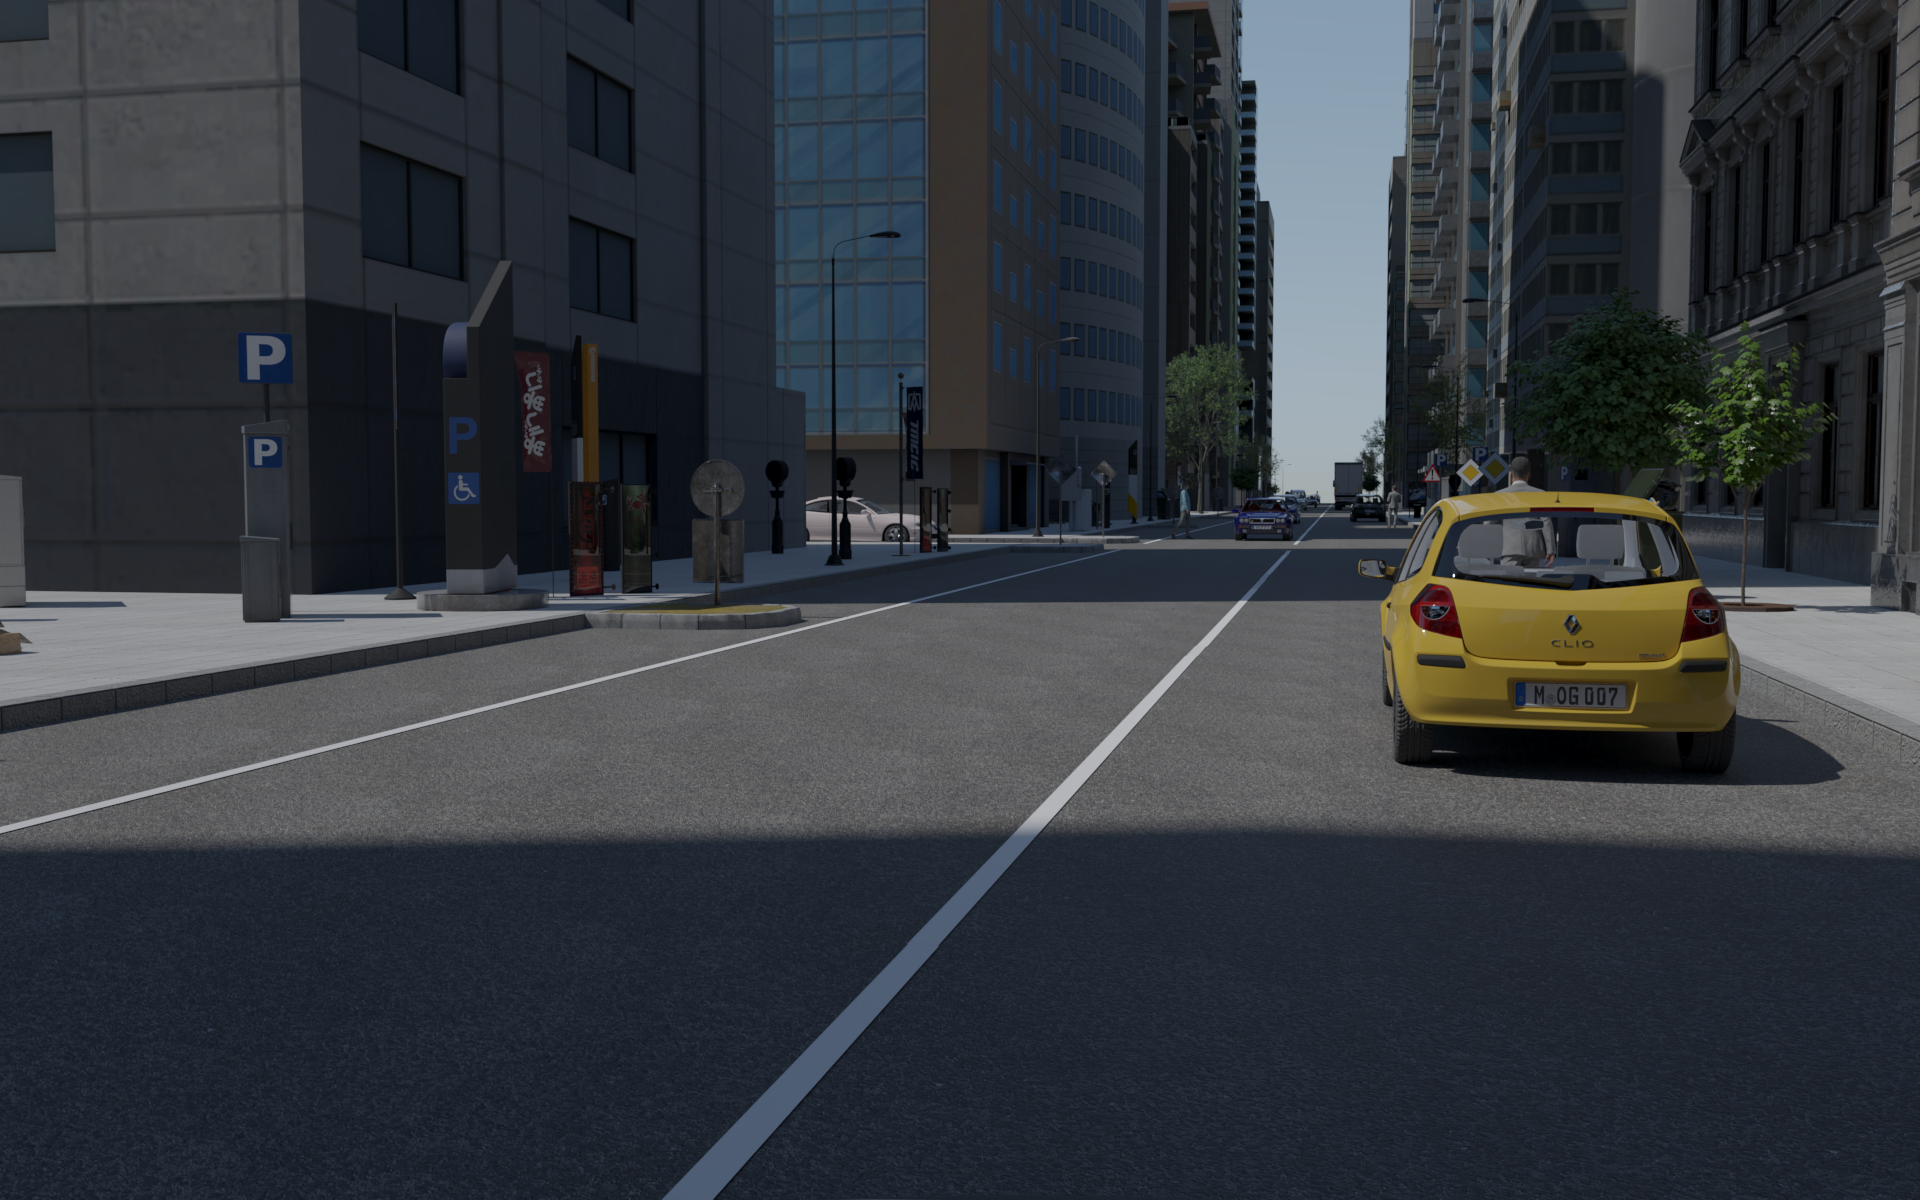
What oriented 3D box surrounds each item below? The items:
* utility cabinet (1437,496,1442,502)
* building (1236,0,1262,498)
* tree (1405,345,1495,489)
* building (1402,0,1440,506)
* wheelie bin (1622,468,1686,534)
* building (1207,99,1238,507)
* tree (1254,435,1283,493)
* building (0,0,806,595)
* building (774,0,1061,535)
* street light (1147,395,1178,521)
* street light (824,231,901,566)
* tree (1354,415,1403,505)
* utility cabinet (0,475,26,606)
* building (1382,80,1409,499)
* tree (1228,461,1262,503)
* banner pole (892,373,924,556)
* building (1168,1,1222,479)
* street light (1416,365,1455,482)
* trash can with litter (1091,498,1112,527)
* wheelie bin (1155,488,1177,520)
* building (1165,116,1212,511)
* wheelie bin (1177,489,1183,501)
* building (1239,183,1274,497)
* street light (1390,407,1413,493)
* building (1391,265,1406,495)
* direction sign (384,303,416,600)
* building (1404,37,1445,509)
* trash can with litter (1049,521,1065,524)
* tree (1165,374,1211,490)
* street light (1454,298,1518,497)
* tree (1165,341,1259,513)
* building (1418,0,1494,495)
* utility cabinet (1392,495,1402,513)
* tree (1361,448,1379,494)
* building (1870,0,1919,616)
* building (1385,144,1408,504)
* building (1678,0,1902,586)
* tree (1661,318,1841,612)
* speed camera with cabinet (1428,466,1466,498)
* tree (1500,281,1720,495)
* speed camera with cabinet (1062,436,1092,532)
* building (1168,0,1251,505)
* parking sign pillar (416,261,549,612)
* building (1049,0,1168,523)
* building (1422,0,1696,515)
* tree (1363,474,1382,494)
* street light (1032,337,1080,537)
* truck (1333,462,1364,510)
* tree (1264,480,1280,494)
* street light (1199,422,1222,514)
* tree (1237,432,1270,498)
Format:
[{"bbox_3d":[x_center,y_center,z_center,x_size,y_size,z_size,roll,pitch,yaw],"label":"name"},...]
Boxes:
[{"bbox_3d":[22.179,-4.200,79.833,0.306,1.237,1.020,0,4,7],"label":"utility cabinet"},{"bbox_3d":[32.144,-57.049,245.427,22.319,86.520,31.000,1,4,12],"label":"building"},{"bbox_3d":[24.475,-8.328,86.524,4.737,8.622,4.395,0,3,0],"label":"tree"},{"bbox_3d":[56.477,-38.846,177.135,21.231,58.520,28.212,1,4,12],"label":"building"},{"bbox_3d":[8.538,-0.828,21.451,0.693,1.594,0.980,0,4,-4],"label":"wheelie bin"},{"bbox_3d":[20.189,-30.092,175.605,14.154,41.232,14.086,1,4,12],"label":"building"},{"bbox_3d":[37.501,-15.993,211.842,4.360,8.622,3.978,0,3,0],"label":"tree"},{"bbox_3d":[-15.967,-36.312,31.952,20.611,71.187,20.563,1,4,12],"label":"building"},{"bbox_3d":[-4.381,-25.124,60.885,14.600,45.320,14.200,1,4,12],"label":"building"},{"bbox_3d":[9.529,-6.669,81.577,1.470,5.913,1.316,1,4,12],"label":"street light"},{"bbox_3d":[-1.728,-3.564,30.818,1.470,5.913,1.316,1,4,12],"label":"street light"},{"bbox_3d":[50.025,-16.539,204.825,7.601,10.594,8.767,-1,4,-16],"label":"tree"},{"bbox_3d":[-10.959,-0.692,19.985,0.318,1.500,1.173,-2,4,-29],"label":"utility cabinet"},{"bbox_3d":[75.454,-57.846,258.454,22.319,86.520,31.000,1,4,12],"label":"building"},{"bbox_3d":[27.935,-11.371,169.636,4.285,4.588,4.351,0,3,0],"label":"tree"},{"bbox_3d":[-1.047,-2.790,35.641,0.863,3.779,0.401,3,5,42],"label":"banner pole"},{"bbox_3d":[11.672,-30.618,155.225,22.147,44.769,28.867,1,4,12],"label":"building"},{"bbox_3d":[17.274,-5.483,62.186,1.470,5.913,1.316,1,4,12],"label":"street light"},{"bbox_3d":[5.424,-3.468,68.086,1.055,1.170,0.624,-1,4,-19],"label":"trash can with litter"},{"bbox_3d":[10.195,-4.822,86.744,0.693,1.594,0.980,2,4,32],"label":"wheelie bin"},{"bbox_3d":[11.769,-22.139,133.679,14.160,30.474,14.107,1,4,12],"label":"building"},{"bbox_3d":[12.729,-5.616,99.725,0.693,1.594,0.980,2,4,31],"label":"wheelie bin"},{"bbox_3d":[37.989,-39.668,272.278,21.300,48.544,21.600,1,4,12],"label":"building"},{"bbox_3d":[23.871,-7.336,92.482,1.470,5.913,1.316,1,4,12],"label":"street light"},{"bbox_3d":[61.603,-27.277,217.676,14.160,30.474,14.107,1,4,12],"label":"building"},{"bbox_3d":[-6.820,-1.774,21.001,0.379,3.537,0.876,-1,4,-20],"label":"direction sign"},{"bbox_3d":[47.924,-28.995,157.657,14.154,41.232,14.086,1,4,12],"label":"building"},{"bbox_3d":[3.853,-3.884,74.556,2.233,1.210,1.678,2,4,31],"label":"trash can with litter"},{"bbox_3d":[13.427,-9.482,105.385,4.360,8.622,3.978,0,3,0],"label":"tree"},{"bbox_3d":[12.568,-4.188,41.007,1.470,5.913,1.316,1,4,12],"label":"street light"},{"bbox_3d":[16.503,-11.767,118.149,9.928,11.665,9.643,0,3,0],"label":"tree"},{"bbox_3d":[48.495,-31.494,134.533,23.786,49.044,30.456,1,4,12],"label":"building"},{"bbox_3d":[30.320,-6.664,120.124,0.306,1.237,1.020,3,4,38],"label":"utility cabinet"},{"bbox_3d":[63.996,-19.657,271.748,4.737,8.622,4.395,0,3,0],"label":"tree"},{"bbox_3d":[13.143,-9.814,9.611,9.793,20.994,18.267,1,4,12],"label":"building"},{"bbox_3d":[68.792,-37.314,233.792,21.300,48.544,21.600,1,4,12],"label":"building"},{"bbox_3d":[18.449,-9.978,27.770,10.561,19.102,19.286,1,4,12],"label":"building"},{"bbox_3d":[8.631,-1.511,19.307,1.663,3.219,1.824,0,3,0],"label":"tree"},{"bbox_3d":[25.566,-5.908,90.933,0.660,3.252,2.038,-2,4,-34],"label":"speed camera with cabinet"},{"bbox_3d":[10.229,-2.630,26.717,4.285,4.588,4.351,0,3,0],"label":"tree"},{"bbox_3d":[3.989,-3.982,59.445,0.660,3.252,2.038,1,4,19],"label":"speed camera with cabinet"},{"bbox_3d":[26.928,-47.854,220.667,20.563,71.187,20.611,1,4,12],"label":"building"},{"bbox_3d":[-5.388,-1.896,19.465,1.447,3.967,1.447,0,4,2],"label":"parking sign pillar"},{"bbox_3d":[-1.101,-33.493,89.611,21.231,58.520,28.212,1,4,12],"label":"building"},{"bbox_3d":[43.997,-24.974,100.199,32.217,40.220,23.993,1,4,12],"label":"building"},{"bbox_3d":[61.063,-16.745,257.500,4.285,4.588,4.351,0,3,0],"label":"tree"},{"bbox_3d":[2.866,-4.837,51.619,1.470,5.913,1.316,1,4,12],"label":"street light"},{"bbox_3d":[35.209,-10.283,157.042,2.839,4.237,11.283,1,4,12],"label":"truck"},{"bbox_3d":[41.494,-14.520,232.006,1.663,3.219,1.824,0,3,0],"label":"tree"},{"bbox_3d":[16.134,-8.502,111.548,1.470,5.913,1.316,1,4,12],"label":"street light"},{"bbox_3d":[33.555,-15.212,199.078,4.737,8.622,4.395,0,3,0],"label":"tree"}]
